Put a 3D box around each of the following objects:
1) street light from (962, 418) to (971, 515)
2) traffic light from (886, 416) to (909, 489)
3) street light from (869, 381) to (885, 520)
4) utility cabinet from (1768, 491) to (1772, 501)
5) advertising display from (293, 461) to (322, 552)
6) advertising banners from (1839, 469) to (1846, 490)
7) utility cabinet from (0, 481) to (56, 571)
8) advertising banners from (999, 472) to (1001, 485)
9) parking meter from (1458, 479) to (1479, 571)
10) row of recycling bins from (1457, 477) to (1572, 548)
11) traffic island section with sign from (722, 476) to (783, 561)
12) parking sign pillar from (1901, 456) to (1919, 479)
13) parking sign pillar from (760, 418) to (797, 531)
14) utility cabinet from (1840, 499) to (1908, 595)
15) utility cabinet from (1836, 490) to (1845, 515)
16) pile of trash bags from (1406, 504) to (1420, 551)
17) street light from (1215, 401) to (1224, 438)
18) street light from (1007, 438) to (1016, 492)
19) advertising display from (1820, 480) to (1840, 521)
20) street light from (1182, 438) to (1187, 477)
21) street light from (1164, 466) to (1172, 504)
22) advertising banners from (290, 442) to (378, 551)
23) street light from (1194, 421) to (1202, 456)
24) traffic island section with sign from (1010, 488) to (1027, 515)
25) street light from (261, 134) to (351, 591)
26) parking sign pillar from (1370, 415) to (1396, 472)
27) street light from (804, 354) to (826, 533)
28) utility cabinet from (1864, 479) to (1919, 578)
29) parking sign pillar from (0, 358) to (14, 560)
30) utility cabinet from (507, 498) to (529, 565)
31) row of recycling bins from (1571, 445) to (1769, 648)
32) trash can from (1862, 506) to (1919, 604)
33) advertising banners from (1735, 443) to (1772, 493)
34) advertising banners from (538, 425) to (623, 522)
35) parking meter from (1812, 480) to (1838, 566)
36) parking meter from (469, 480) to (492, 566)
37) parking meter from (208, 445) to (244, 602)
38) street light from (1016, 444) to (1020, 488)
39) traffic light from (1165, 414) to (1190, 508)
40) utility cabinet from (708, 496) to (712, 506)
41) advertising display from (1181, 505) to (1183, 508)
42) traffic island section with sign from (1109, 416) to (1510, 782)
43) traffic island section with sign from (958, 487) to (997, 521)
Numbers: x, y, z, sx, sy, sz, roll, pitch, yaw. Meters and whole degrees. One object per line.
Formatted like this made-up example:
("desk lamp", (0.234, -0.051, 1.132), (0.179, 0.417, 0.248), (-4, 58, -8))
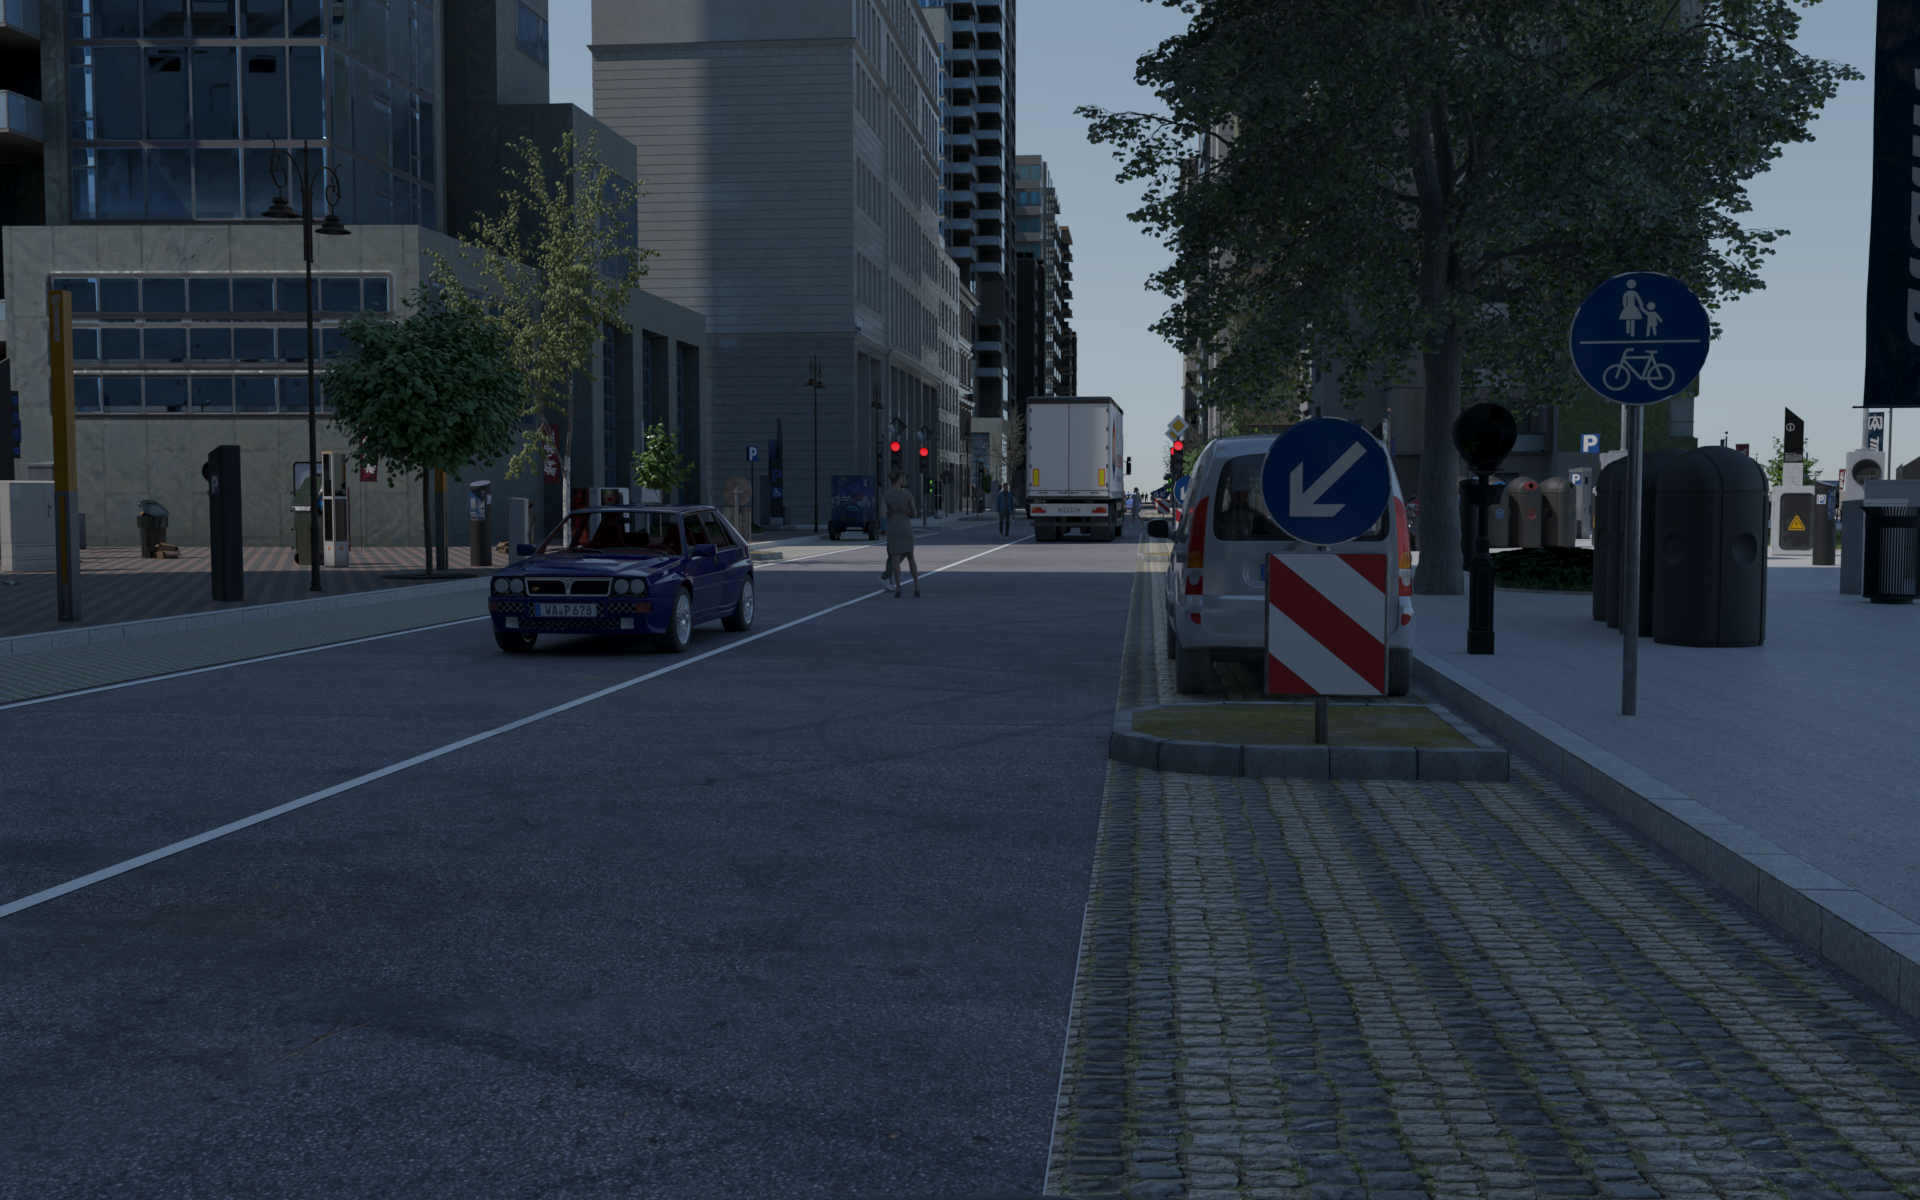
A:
("street light", (0.455, -8.099, 105.198), (0.468, 5.910, 1.993), (0, 4, 6))
("traffic light", (-2.265, -4.489, 62.321), (0.839, 4.253, 0.868), (0, 4, 6))
("street light", (-3.393, -6.004, 70.954), (0.468, 5.910, 1.993), (0, 4, 6))
("utility cabinet", (56.718, -6.913, 121.712), (0.318, 1.500, 1.173), (0, 4, -6))
("advertising display", (-12.659, -1.777, 34.262), (0.974, 1.923, 0.123), (-1, 4, -10))
("advertising banners", (60.674, -7.606, 120.549), (0.090, 3.025, 2.074), (-2, 4, -27))
("utility cabinet", (-15.319, -1.233, 28.836), (0.318, 1.500, 1.173), (2, 4, 29))
("advertising banners", (2.987, -8.679, 138.082), (0.090, 3.025, 2.074), (-1, 4, -13))
("parking meter", (8.501, -1.254, 28.922), (0.372, 1.533, 0.369), (0, 3, 0))
("row of recycling bins", (13.027, -2.090, 41.279), (3.534, 1.692, 1.069), (-1, 4, -17))
("traffic island section with sign", (-4.951, -1.790, 37.902), (1.989, 1.847, 2.006), (0, 4, 6))
("parking sign pillar", (62.739, -7.683, 114.085), (1.447, 3.967, 1.447), (1, 4, 15))
("parking sign pillar", (-6.465, -4.430, 60.902), (1.447, 3.967, 1.447), (-1, 4, -8))
("utility cabinet", (11.801, -0.686, 22.384), (1.020, 1.237, 0.306), (-2, 4, -32))
("utility cabinet", (48.495, -5.288, 95.136), (0.318, 1.500, 1.173), (0, 4, 7))
("pile of trash bags", (8.889, -1.793, 39.075), (3.447, 1.369, 1.912), (-2, 4, -27))
("street light", (10.956, -6.119, 72.827), (0.468, 5.910, 1.993), (0, 4, 6))
("street light", (4.004, -10.195, 139.475), (0.468, 5.910, 1.993), (0, 4, 6))
("advertising display", (40.628, -4.639, 81.062), (0.974, 1.923, 0.123), (3, 5, 45))
("street light", (19.273, -10.840, 150.020), (0.468, 5.910, 1.993), (0, 4, 6))
("street light", (32.036, -18.013, 267.298), (0.468, 5.910, 1.993), (0, 4, 6))
("advertising banners", (-13.913, -2.599, 38.683), (2.074, 3.025, 0.090), (0, 4, 1))
("street light", (14.720, -8.229, 107.324), (0.468, 5.910, 1.993), (0, 4, 6))
("traffic island section with sign", (3.891, -6.810, 119.974), (1.989, 1.847, 2.006), (0, 4, 6))
("street light", (-8.537, -3.058, 22.780), (0.468, 5.910, 1.993), (0, 4, 6))
("parking sign pillar", (14.422, -4.369, 59.904), (1.447, 3.967, 1.447), (-3, 4, -38))
("street light", (-4.761, -5.161, 57.177), (0.468, 5.910, 1.993), (0, 4, 6))
("utility cabinet", (14.375, -1.077, 26.292), (1.173, 1.500, 0.318), (2, 4, 24))
("parking sign pillar", (-19.302, -2.778, 33.898), (1.447, 3.967, 1.447), (3, 5, 40))
("utility cabinet", (-7.584, -1.139, 29.784), (0.306, 1.237, 1.020), (-1, 4, -11))
("row of recycling bins", (6.588, -0.550, 16.104), (1.069, 1.692, 3.534), (1, 4, 10))
("trash can", (10.959, -0.531, 20.341), (0.748, 1.137, 0.748), (0, 3, 0))
("advertising banners", (27.454, -3.858, 59.270), (0.090, 3.025, 2.074), (-2, 4, -34))
("advertising banners", (-9.478, -2.880, 43.269), (2.074, 3.025, 0.090), (0, 4, 0))
("parking meter", (15.528, -1.387, 31.094), (0.372, 1.533, 0.369), (0, 3, 0))
("parking meter", (-8.531, -1.371, 30.819), (0.372, 1.533, 0.369), (0, 3, 0))
("parking meter", (-8.819, -0.923, 20.804), (0.399, 1.863, 0.255), (3, 5, 44))
("street light", (4.772, -10.648, 146.884), (0.468, 5.910, 1.993), (0, 4, 6))
("traffic light", (7.690, -4.425, 61.269), (0.839, 4.253, 0.868), (0, 4, 6))
("utility cabinet", (-16.616, -6.206, 112.623), (1.020, 1.237, 0.306), (-1, 4, -15))
("advertising display", (17.891, -8.221, 139.632), (0.123, 1.923, 0.974), (0, 4, -2))
("traffic island section with sign", (1.836, -0.059, 9.598), (1.989, 1.847, 2.006), (0, 4, 6))
("traffic island section with sign", (0.980, -5.158, 92.962), (1.989, 1.847, 2.006), (0, 4, 6))
